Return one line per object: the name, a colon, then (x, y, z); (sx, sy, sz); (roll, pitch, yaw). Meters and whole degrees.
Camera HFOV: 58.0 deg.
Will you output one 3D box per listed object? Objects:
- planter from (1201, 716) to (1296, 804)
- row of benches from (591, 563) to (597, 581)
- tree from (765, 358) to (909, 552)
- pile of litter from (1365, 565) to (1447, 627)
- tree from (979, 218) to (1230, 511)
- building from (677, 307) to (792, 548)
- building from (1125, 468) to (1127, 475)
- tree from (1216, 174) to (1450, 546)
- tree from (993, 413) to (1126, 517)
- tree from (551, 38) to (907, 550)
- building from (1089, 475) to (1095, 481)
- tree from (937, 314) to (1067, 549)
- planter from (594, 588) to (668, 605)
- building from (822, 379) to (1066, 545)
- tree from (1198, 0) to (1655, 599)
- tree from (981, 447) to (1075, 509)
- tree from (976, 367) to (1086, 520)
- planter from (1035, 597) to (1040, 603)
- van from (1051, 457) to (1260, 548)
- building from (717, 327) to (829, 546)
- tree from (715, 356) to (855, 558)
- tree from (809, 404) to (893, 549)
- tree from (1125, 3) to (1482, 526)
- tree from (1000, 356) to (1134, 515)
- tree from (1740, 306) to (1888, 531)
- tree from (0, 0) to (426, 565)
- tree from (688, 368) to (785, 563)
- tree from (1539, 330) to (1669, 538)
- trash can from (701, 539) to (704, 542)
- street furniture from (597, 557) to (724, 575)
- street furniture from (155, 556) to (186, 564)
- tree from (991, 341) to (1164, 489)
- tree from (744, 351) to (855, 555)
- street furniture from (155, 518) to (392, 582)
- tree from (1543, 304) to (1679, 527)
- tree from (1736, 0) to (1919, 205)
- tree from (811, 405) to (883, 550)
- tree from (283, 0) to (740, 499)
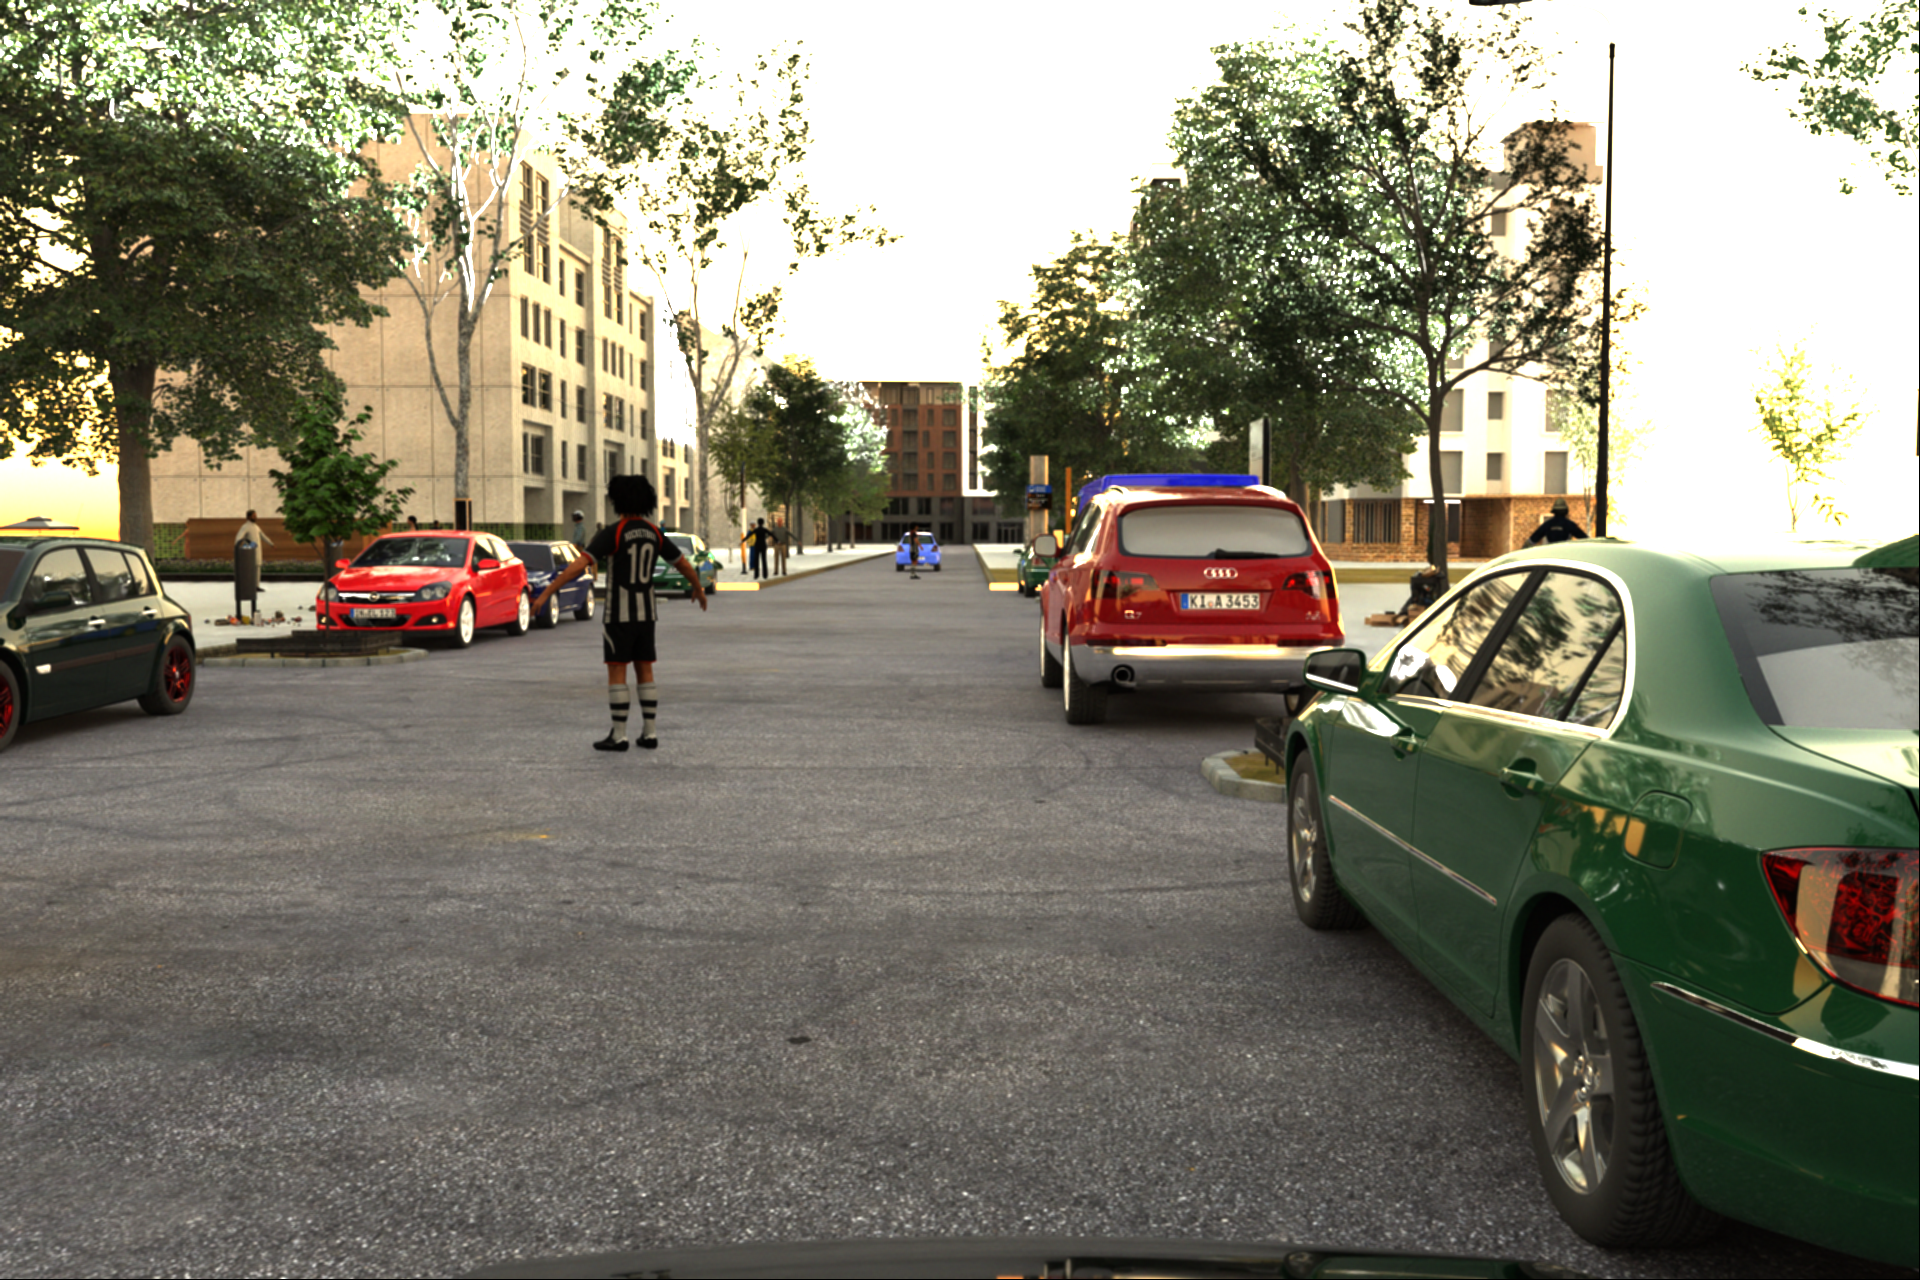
planter: (2.434, 0.681, 9.999); (1.991, 0.319, 1.994); (0, 4, 1)
row of benches: (-11.436, -1.858, 45.841); (1.422, 0.672, 4.104); (3, 5, 39)
tree: (-9.175, -12.878, 120.924); (12.009, 13.543, 11.850); (0, 3, 0)
pile of litter: (6.256, -0.614, 24.001); (1.176, 0.858, 1.719); (0, 3, 0)
tree: (5.946, -9.897, 68.465); (9.857, 13.997, 8.962); (0, 3, 0)
building: (-27.210, -20.908, 172.781); (19.493, 23.208, 18.063); (0, 4, 1)
building: (19.784, -14.859, 185.086); (9.099, 9.664, 28.070); (0, 4, 1)
tree: (11.266, -8.247, 52.958); (7.486, 12.596, 7.792); (0, 3, 0)
tree: (6.147, -10.573, 107.281); (8.767, 10.594, 7.601); (0, 4, 4)
tree: (-8.484, -12.822, 65.524); (12.611, 20.169, 13.585); (0, 3, 0)
building: (21.698, -16.943, 219.157); (9.099, 9.664, 28.070); (0, 3, 0)
tree: (4.408, -18.016, 150.446); (12.611, 20.169, 13.585); (0, 3, 0)
planter: (-7.137, -0.905, 35.942); (1.991, 0.319, 1.994); (0, 4, 1)
building: (-2.883, -24.088, 240.274); (32.646, 21.610, 27.936); (0, 4, -5)
tree: (7.711, -5.755, 28.506); (7.601, 10.594, 8.767); (2, 4, 25)
tree: (6.134, -12.225, 134.286); (8.767, 10.594, 7.601); (-1, 4, -16)
tree: (5.325, -13.226, 122.900); (9.857, 13.997, 8.962); (0, 3, 0)
planter: (2.592, -0.947, 36.617); (1.991, 0.319, 1.994); (0, 4, 1)
van: (2.251, -0.956, 20.009); (2.240, 2.365, 5.245); (0, 3, 0)
building: (-24.814, -22.167, 193.358); (19.493, 23.208, 18.063); (0, 4, 0)
tree: (-9.366, -9.614, 91.594); (8.767, 10.594, 7.601); (1, 4, 21)
tree: (-9.848, -14.266, 151.380); (7.486, 12.596, 7.792); (0, 3, 0)
tree: (8.454, -8.305, 42.435); (9.857, 13.997, 8.962); (0, 3, 0)
tree: (6.021, -10.464, 96.848); (9.928, 11.665, 9.643); (0, 3, 0)
tree: (27.002, -6.437, 55.604); (4.737, 8.622, 4.395); (0, 3, 0)
tree: (-13.201, -7.367, 27.104); (9.857, 13.997, 8.962); (0, 3, 0)
tree: (-9.987, -7.743, 76.965); (4.737, 8.622, 4.395); (0, 3, 0)
tree: (22.775, -6.891, 63.032); (4.360, 8.622, 3.978); (0, 3, 0)
trash can: (-7.850, -2.391, 50.749); (0.748, 1.137, 0.748); (0, 3, 0)
street furniture: (-11.429, -2.642, 58.826); (5.734, 0.657, 10.072); (1, 4, 8)
street furniture: (-23.477, -2.768, 60.876); (10.072, 0.657, 5.734); (1, 4, 13)
tree: (5.598, -8.859, 79.256); (8.767, 10.594, 7.601); (0, 4, -2)
tree: (-10.443, -11.620, 108.115); (7.486, 12.596, 7.792); (0, 3, 0)
street furniture: (-20.311, -2.607, 49.479); (9.812, 1.723, 11.010); (0, 4, 6)
tree: (20.626, -6.471, 56.158); (4.360, 8.622, 3.978); (0, 3, 0)
tree: (25.875, -11.598, 45.520); (12.611, 20.169, 13.585); (0, 3, 0)
tree: (-9.836, -13.141, 140.604); (9.928, 11.665, 9.643); (0, 3, 0)
tree: (-12.171, -11.590, 45.383); (12.611, 20.169, 13.585); (0, 3, 0)
